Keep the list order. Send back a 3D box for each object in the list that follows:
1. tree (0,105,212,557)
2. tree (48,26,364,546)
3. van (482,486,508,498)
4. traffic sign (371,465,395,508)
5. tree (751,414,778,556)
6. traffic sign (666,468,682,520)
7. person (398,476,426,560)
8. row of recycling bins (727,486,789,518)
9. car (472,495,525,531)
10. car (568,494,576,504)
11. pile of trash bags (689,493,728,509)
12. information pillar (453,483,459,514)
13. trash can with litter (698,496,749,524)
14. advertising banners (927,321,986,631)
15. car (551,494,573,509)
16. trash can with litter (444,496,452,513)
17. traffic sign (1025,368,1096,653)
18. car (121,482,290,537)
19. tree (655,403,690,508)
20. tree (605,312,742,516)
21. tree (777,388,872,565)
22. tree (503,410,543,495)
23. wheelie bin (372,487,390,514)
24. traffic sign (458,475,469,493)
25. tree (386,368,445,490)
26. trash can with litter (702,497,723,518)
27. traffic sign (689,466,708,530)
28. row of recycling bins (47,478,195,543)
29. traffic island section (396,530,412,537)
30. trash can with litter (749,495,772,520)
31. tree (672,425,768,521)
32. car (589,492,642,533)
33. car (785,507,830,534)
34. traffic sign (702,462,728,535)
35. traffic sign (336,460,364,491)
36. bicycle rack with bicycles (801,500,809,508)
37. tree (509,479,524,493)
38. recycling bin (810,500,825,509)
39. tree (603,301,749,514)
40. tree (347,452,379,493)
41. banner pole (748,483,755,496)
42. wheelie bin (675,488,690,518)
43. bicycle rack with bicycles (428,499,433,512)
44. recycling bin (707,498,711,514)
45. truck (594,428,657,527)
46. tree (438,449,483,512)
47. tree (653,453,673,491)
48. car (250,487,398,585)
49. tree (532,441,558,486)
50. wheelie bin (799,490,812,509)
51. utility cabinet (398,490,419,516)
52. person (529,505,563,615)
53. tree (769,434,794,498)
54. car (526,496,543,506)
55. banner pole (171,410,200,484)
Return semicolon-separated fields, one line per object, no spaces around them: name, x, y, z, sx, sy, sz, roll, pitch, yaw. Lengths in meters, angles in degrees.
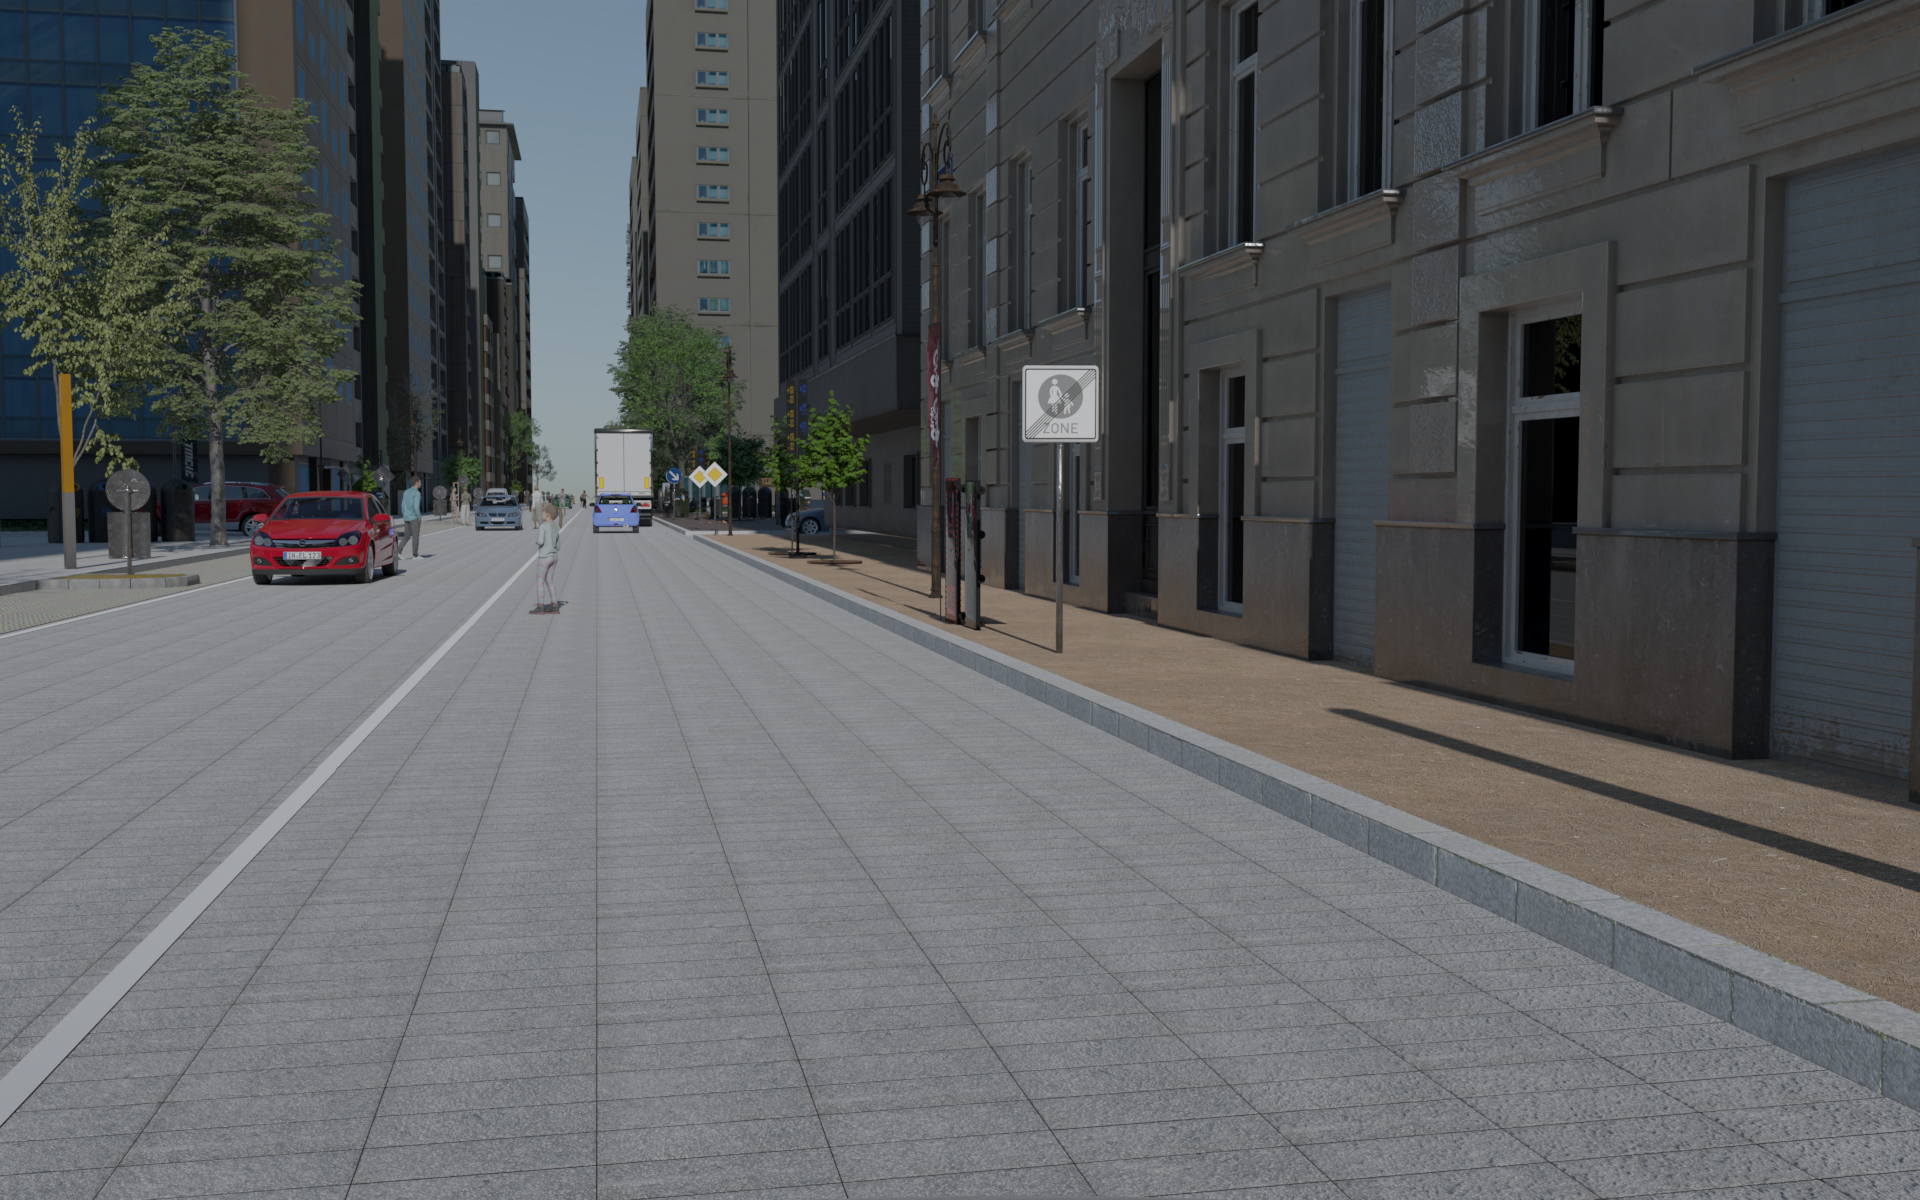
tree;-17.213;-5.100;33.747;4.737;8.622;4.395;0;3;0
tree;-18.995;-7.648;43.180;7.486;12.596;7.792;0;3;0
van;-32.908;-7.095;123.009;2.013;2.044;4.112;-1;4;-12
traffic sign;-19.755;-3.406;59.325;0.795;2.450;0.064;-1;4;-12
tree;-3.508;-2.553;36.337;1.663;3.219;1.824;0;3;0
traffic sign;-13.890;-5.143;84.191;0.768;2.556;0.104;-1;4;-10
person;-11.964;-1.781;37.632;0.660;1.820;0.620;3;4;36
row of recycling bins;-11.011;-5.342;94.456;3.534;1.692;1.069;1;4;12
car;-18.394;-3.495;69.150;2.014;1.417;4.499;-1;4;-13
car;-55.464;-14.388;245.463;2.015;1.641;3.980;-1;4;-12
pile of trash bags;-18.677;-7.350;129.928;1.912;1.369;3.447;3;5;39
information pillar;-32.131;-6.477;110.385;0.304;2.012;0.304;-2;4;-26
trash can with litter;-10.689;-3.972;75.999;1.678;1.210;2.233;-3;4;-38
advertising banners;-0.064;-1.278;17.087;0.090;3.025;2.074;-1;4;-14
car;-38.773;-9.601;168.775;2.131;1.459;4.920;-1;4;-11
trash can with litter;-34.902;-6.537;118.260;0.624;1.170;1.055;0;4;-7
traffic sign;0.799;-0.719;13.891;0.606;2.300;0.079;0;4;-2
car;-23.615;-2.811;54.628;5.304;1.827;2.281;-1;4;-10
tree;-23.323;-11.370;136.257;4.360;8.622;3.978;0;3;0
tree;-16.116;-10.640;99.714;9.928;11.665;9.643;0;3;0
tree;-2.448;-2.276;31.822;1.663;3.219;1.824;0;3;0
tree;-53.932;-17.205;207.063;9.928;11.665;9.643;0;3;0
wheelie bin;-26.667;-4.390;79.689;0.693;1.594;0.980;-3;4;-37
traffic sign;-33.804;-7.210;117.988;0.768;2.556;0.104;-1;4;-10
tree;-32.102;-9.218;101.075;4.360;8.622;3.978;0;3;0
trash can with litter;-13.088;-4.892;91.370;0.624;1.170;1.055;3;4;37
traffic sign;-9.234;-3.539;61.501;0.795;2.450;0.064;-1;4;-12
row of recycling bins;-22.335;-2.387;46.142;3.534;1.692;1.069;-2;4;-32
traffic island section;-19.776;-2.269;59.382;2.009;0.180;2.903;-1;4;-12
trash can with litter;-10.428;-4.681;87.592;1.678;1.210;2.233;-3;5;-43
tree;-10.559;-6.041;82.482;4.285;4.588;4.351;0;3;0
car;-12.802;-3.352;64.397;1.945;1.707;3.694;-1;4;-12
car;-3.751;-2.904;59.477;4.499;1.417;2.014;-1;4;-11
traffic sign;-7.595;-3.061;53.685;0.795;2.450;0.064;-1;4;-12
traffic sign;-18.116;-2.928;51.509;0.795;2.450;0.064;-1;4;-12
bicycle rack with bicycles;-9.353;-6.126;113.545;2.852;0.926;2.925;0;4;-3
tree;-51.405;-12.558;199.921;1.663;3.219;1.824;0;3;0
recycling bin;-6.496;-4.117;79.866;0.722;1.027;0.722;-1;4;-15
tree;-18.589;-12.640;113.325;9.857;13.997;8.962;0;3;0
tree;-26.936;-5.070;77.503;1.663;3.219;1.824;0;3;0
banner pole;-11.038;-6.202;91.428;0.401;3.779;0.863;2;4;28
wheelie bin;-15.011;-5.249;93.727;0.693;1.594;0.980;-2;4;-34
bicycle rack with bicycles;-37.247;-6.667;122.392;2.925;0.926;2.852;-3;5;-42
recycling bin;-15.621;-5.965;110.084;0.722;1.027;0.722;1;4;20
truck;-15.306;-5.532;79.362;2.839;4.237;11.283;-1;4;-10
tree;-36.551;-8.751;126.796;4.285;4.588;4.351;0;3;0
tree;-20.881;-8.499;122.669;4.285;4.588;4.351;0;3;0
car;-10.540;-1.213;28.878;2.155;1.783;4.494;-1;4;-10
tree;-70.578;-21.640;288.223;7.601;10.594;8.767;-1;4;-15
wheelie bin;-10.979;-7.010;122.525;0.980;1.594;0.693;-3;5;-40
utility cabinet;-32.549;-5.721;102.210;1.173;1.500;0.318;-1;4;-22
person;-4.951;-0.482;20.663;0.394;1.301;0.425;0;4;5
tree;-12.183;-10.776;126.550;4.360;8.622;3.978;0;3;0
car;-48.790;-11.422;198.754;2.014;1.417;4.499;-1;4;-10
banner pole;-22.635;-3.699;50.490;0.863;3.779;0.401;-2;4;-29
